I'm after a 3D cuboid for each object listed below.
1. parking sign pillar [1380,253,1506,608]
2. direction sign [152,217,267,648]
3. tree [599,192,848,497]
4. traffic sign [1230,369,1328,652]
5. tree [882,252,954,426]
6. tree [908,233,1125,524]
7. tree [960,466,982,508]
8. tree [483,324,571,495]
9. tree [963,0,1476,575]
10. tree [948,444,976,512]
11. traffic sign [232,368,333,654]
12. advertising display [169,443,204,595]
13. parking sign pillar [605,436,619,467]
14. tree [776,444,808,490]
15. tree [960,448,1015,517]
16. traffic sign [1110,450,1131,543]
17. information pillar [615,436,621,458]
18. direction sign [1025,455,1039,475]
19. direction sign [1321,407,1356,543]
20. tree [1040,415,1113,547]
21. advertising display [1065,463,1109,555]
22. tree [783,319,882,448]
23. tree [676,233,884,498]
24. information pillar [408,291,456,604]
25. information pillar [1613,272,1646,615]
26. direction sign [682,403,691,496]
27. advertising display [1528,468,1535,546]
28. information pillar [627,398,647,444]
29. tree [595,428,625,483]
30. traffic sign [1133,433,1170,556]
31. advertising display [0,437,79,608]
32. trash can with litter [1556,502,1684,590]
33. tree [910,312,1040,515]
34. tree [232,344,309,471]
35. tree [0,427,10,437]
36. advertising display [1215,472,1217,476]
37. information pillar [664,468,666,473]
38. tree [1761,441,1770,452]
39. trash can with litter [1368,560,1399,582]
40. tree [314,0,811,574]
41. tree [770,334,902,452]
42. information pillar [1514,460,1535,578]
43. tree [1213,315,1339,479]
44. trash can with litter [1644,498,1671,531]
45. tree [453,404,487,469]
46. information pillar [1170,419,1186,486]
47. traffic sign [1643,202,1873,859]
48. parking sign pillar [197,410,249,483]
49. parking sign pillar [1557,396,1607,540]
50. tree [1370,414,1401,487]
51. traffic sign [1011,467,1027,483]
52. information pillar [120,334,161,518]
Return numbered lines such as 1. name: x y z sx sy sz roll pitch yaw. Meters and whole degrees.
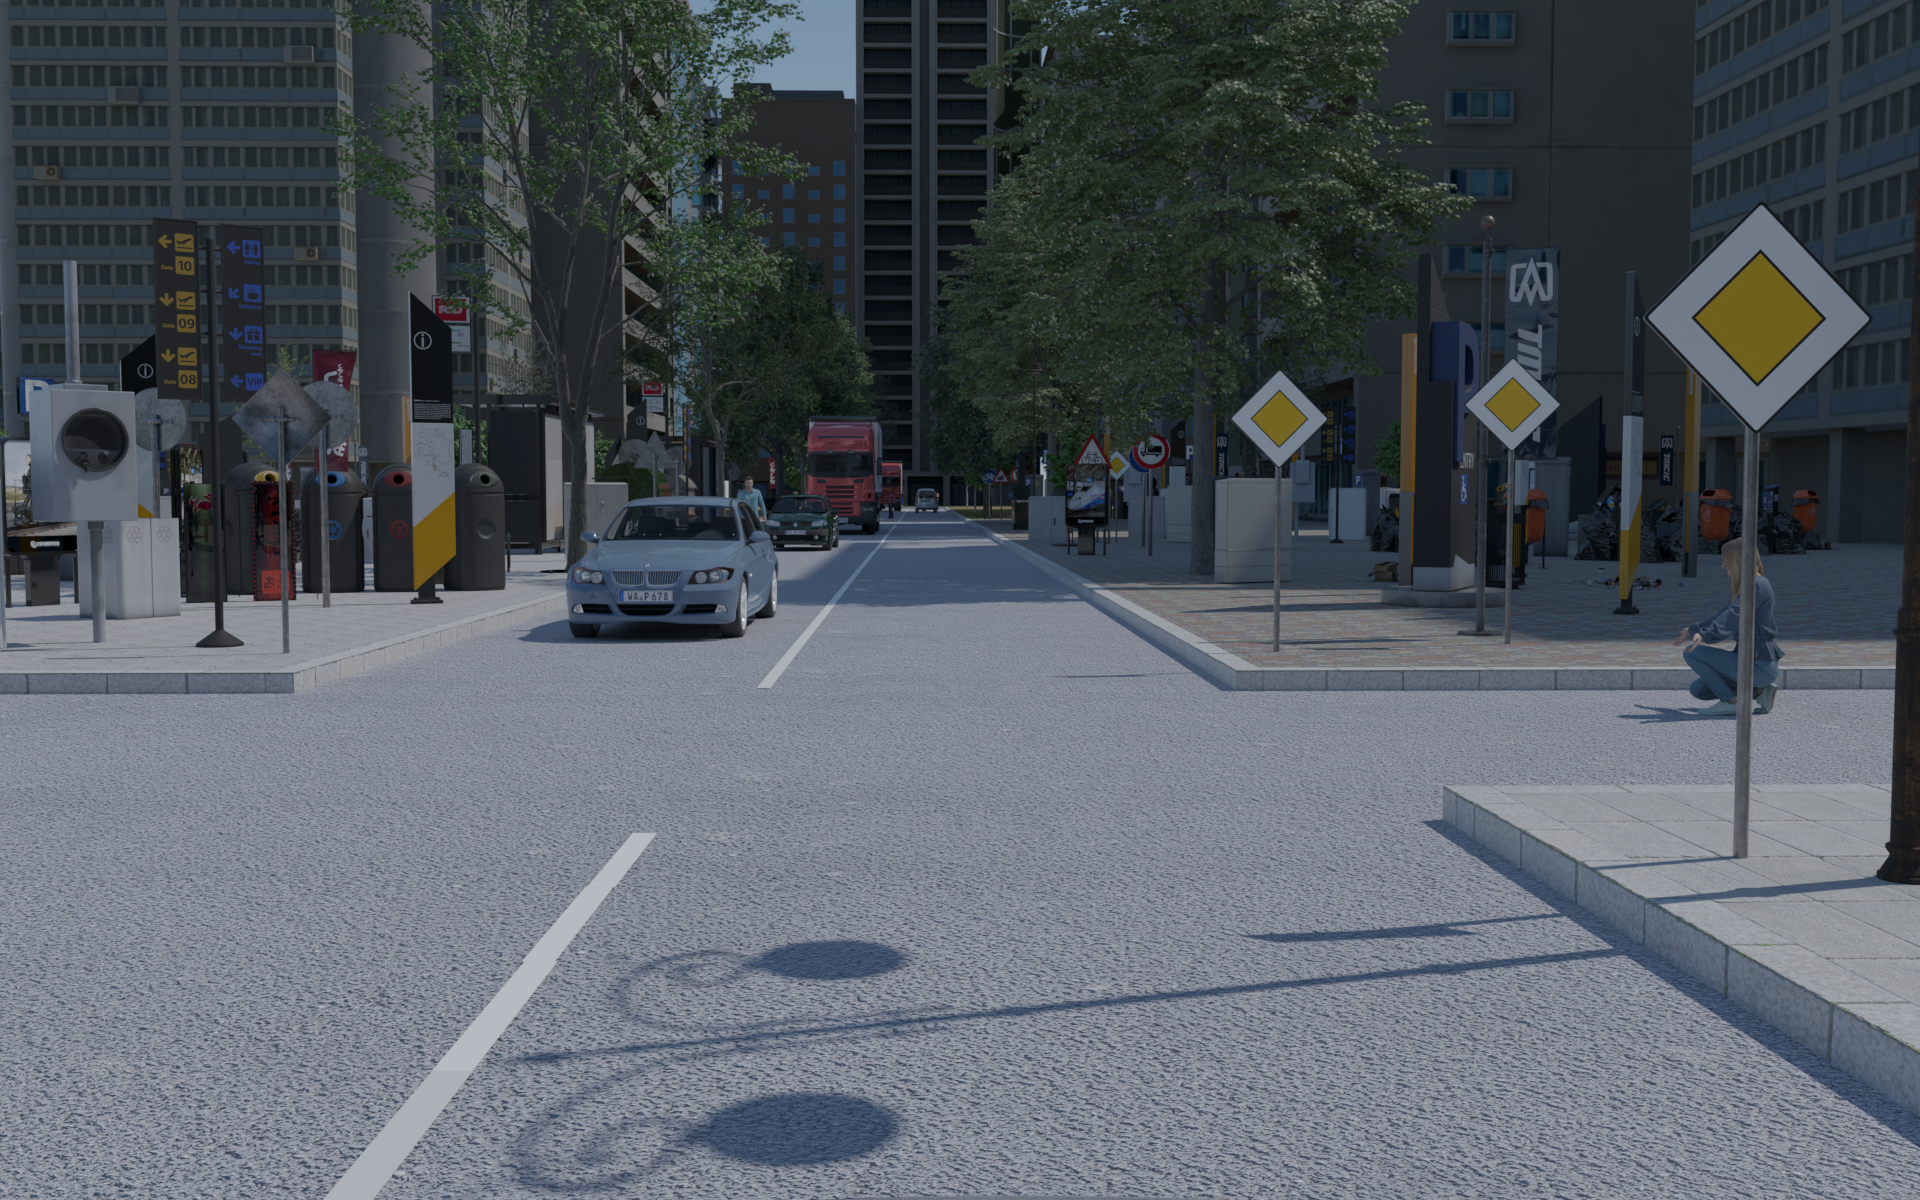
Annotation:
1. parking sign pillar: 5.630 -1.929 20.017 1.447 3.967 1.447 2 4 28
2. direction sign: -6.246 -1.377 14.511 0.876 3.537 0.379 -3 5 -40
3. tree: -7.123 -7.244 52.846 8.767 10.594 7.601 1 4 16
4. traffic sign: 2.573 -0.636 14.037 0.795 2.450 0.064 0 4 -1
5. tree: 2.678 -8.551 57.932 7.486 12.596 7.792 0 3 0
6. tree: 2.627 -9.589 73.789 9.611 12.733 9.660 0 3 0
7. tree: 0.836 -12.868 160.759 4.737 8.622 4.395 0 3 0
8. tree: -18.974 -7.618 74.918 4.360 8.622 3.978 0 3 0
9. tree: 3.959 -6.647 26.800 7.486 12.596 7.792 0 3 0
10. tree: 0.929 -10.496 121.969 4.360 8.622 3.978 0 3 0
11. traffic sign: -5.420 -0.626 13.877 0.795 2.450 0.064 0 4 -1
12. advertising display: -9.942 -1.046 22.322 0.123 1.923 0.974 0 4 -7
13. parking sign pillar: -16.109 -5.666 81.104 1.447 3.967 1.447 -3 5 -40
14. tree: -8.817 -6.991 98.019 4.285 4.588 4.351 0 3 0
15. tree: 1.512 -7.003 98.220 4.285 4.588 4.351 0 3 0
16. traffic sign: 4.111 -2.711 45.509 0.795 2.450 0.064 0 4 6
17. information pillar: -13.666 -4.771 69.355 0.183 3.616 0.504 1 4 10
18. direction sign: 3.422 -5.552 82.764 0.876 3.537 0.379 -2 4 -32
19. direction sign: 9.819 -3.244 45.031 0.876 3.537 0.379 0 4 7
20. tree: 2.731 -2.951 42.852 1.663 3.219 1.824 0 3 0
21. advertising display: 2.663 -1.907 36.390 0.974 1.923 0.123 2 4 32
22. tree: -8.485 -11.793 110.943 7.486 12.596 7.792 0 3 0
23. tree: -8.044 -9.750 76.413 9.611 12.733 9.660 0 3 0
24. information pillar: -6.171 -1.765 20.216 0.504 3.616 0.183 -2 4 -29
25. information pillar: 7.191 -1.662 18.522 0.183 3.616 0.504 3 4 36
26. direction sign: -6.860 -3.152 43.525 0.379 3.537 0.876 0 4 2
27. advertising display: 14.511 -2.313 43.038 0.974 1.923 0.123 -1 4 -15
28. information pillar: -7.877 -3.122 42.402 0.504 3.616 0.183 0 4 -4
29. tree: -18.104 -6.310 86.889 4.285 4.588 4.351 0 3 0
30. traffic sign: 3.931 -2.175 35.675 0.768 2.556 0.104 0 4 1
31. advertising display: -10.539 -0.895 19.852 0.123 1.923 0.974 2 4 27
32. trash can with litter: 9.237 -0.805 24.214 1.678 1.210 2.233 1 4 18
33. tree: 1.800 -12.272 107.294 9.857 13.997 8.962 0 3 0
34. tree: -33.523 -8.214 84.660 4.737 8.622 4.395 0 3 0
35. tree: -40.359 -5.342 71.055 4.285 4.588 4.351 0 3 0
36. advertising display: 7.190 -2.733 49.896 0.123 1.923 0.974 2 4 27
37. information pillar: -15.017 -5.917 88.093 0.504 3.616 0.183 1 4 11
38. tree: 30.934 -7.009 64.961 4.737 8.622 4.395 0 3 0
39. trash can with litter: 6.469 -0.843 25.169 1.055 1.170 0.624 2 4 29
40. tree: -6.218 -6.237 27.738 9.928 11.665 9.643 0 3 0
41. tree: -9.331 -13.280 127.496 12.009 13.543 11.850 0 3 0
42. information pillar: 8.655 -2.160 26.672 0.183 3.616 0.504 2 4 33
43. tree: 13.071 -7.250 68.902 4.360 8.622 3.978 0 3 0
44. trash can with litter: 17.995 -2.069 45.223 1.055 1.170 0.624 -1 4 -11
45. tree: -17.822 -4.746 61.315 4.285 4.588 4.351 0 3 0
46. information pillar: 6.539 -3.707 51.965 0.504 3.616 0.183 -1 4 -16
47. traffic sign: 2.754 -0.147 6.054 0.795 2.450 0.064 0 4 -1
48. parking sign pillar: -23.370 -4.051 54.709 1.447 3.967 1.447 -2 4 -29
49. parking sign pillar: 17.353 -3.664 48.372 1.447 3.967 1.447 -3 4 -38
50. tree: 16.878 -4.902 63.857 4.285 4.588 4.351 0 3 0
51. traffic sign: 2.731 -4.891 80.067 0.768 2.556 0.104 0 4 7
52. information pillar: -11.897 -2.070 25.191 0.504 3.616 0.183 -2 4 -30
